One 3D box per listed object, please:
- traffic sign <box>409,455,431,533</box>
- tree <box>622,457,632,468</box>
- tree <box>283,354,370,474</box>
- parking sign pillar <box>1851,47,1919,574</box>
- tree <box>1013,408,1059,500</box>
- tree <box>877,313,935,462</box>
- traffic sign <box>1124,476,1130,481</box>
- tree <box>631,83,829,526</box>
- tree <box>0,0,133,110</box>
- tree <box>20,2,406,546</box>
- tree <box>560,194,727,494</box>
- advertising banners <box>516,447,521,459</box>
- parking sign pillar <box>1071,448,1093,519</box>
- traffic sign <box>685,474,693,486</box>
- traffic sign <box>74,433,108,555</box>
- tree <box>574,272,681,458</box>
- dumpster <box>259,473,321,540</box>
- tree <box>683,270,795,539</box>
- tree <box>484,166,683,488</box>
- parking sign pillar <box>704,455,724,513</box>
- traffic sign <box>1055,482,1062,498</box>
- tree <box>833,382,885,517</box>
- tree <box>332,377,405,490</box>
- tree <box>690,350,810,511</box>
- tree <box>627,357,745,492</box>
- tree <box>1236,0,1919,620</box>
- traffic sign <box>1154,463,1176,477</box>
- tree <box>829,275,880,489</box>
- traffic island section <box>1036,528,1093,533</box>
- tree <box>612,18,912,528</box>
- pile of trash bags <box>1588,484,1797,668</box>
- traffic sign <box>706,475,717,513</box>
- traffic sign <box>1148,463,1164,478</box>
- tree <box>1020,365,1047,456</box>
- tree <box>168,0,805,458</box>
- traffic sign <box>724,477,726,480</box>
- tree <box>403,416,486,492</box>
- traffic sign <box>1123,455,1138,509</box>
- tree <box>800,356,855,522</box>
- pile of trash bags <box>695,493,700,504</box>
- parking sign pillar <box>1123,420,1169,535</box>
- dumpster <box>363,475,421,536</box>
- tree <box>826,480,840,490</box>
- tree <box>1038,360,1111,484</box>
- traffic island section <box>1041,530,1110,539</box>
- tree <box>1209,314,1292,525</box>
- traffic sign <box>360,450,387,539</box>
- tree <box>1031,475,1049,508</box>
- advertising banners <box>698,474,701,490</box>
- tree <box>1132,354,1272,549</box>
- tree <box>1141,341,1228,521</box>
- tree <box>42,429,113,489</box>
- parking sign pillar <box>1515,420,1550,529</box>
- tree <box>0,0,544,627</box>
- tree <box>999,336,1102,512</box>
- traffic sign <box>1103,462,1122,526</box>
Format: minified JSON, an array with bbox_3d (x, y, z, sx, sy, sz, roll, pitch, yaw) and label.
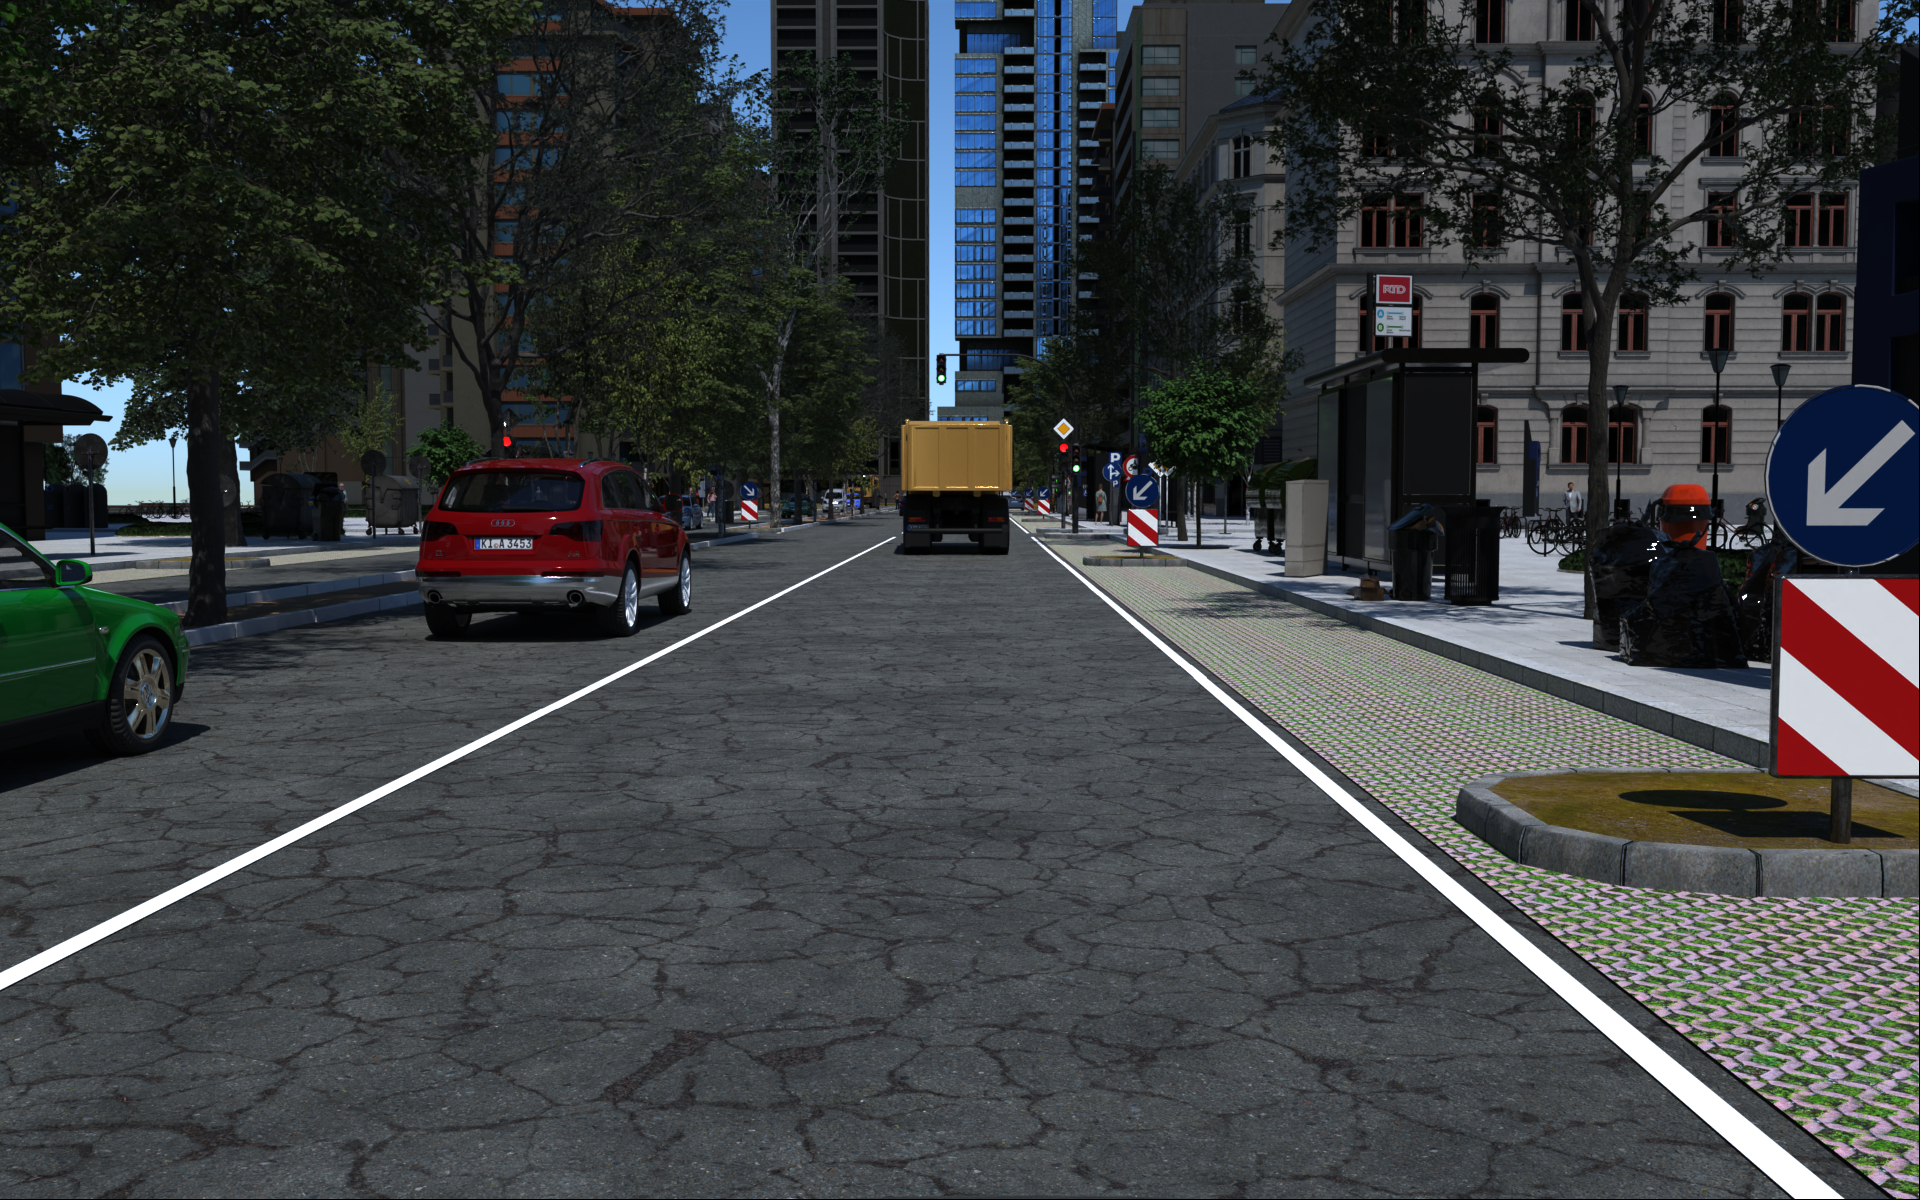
[{"bbox_3d":[-17.737,-3.472,56.868,0.768,2.556,0.104,0,4,8],"label":"traffic sign"},{"bbox_3d":[-17.643,-5.922,91.425,1.663,3.219,1.824,0,3,0],"label":"tree"},{"bbox_3d":[-25.133,-7.145,67.184,4.360,8.622,3.978,0,3,0],"label":"tree"},{"bbox_3d":[5.726,-1.311,9.908,1.447,3.967,1.447,-1,4,-11],"label":"parking sign pillar"},{"bbox_3d":[6.684,-11.316,135.383,4.737,8.622,4.395,0,3,0],"label":"tree"},{"bbox_3d":[-7.124,-11.166,95.390,12.009,13.543,11.850,0,3,0],"label":"tree"},{"bbox_3d":[7.216,-4.384,71.676,0.884,2.594,0.081,0,4,5],"label":"traffic sign"},{"bbox_3d":[-7.940,-7.780,47.782,7.486,12.596,7.792,0,3,0],"label":"tree"},{"bbox_3d":[-8.239,-4.993,9.857,9.928,11.665,9.643,0,3,0],"label":"tree"},{"bbox_3d":[-17.988,-8.296,42.295,9.857,13.997,8.962,0,3,0],"label":"tree"},{"bbox_3d":[-7.554,-5.436,41.697,4.737,8.622,4.395,0,3,0],"label":"tree"},{"bbox_3d":[-17.700,-4.367,67.590,2.074,3.025,0.090,3,5,42],"label":"advertising banners"},{"bbox_3d":[6.496,-6.181,89.530,1.447,3.967,1.447,0,4,-5],"label":"parking sign pillar"},{"bbox_3d":[-17.582,-6.882,112.623,0.768,2.556,0.104,0,4,4],"label":"traffic sign"},{"bbox_3d":[-18.220,-2.214,36.313,0.768,2.556,0.104,0,4,8],"label":"traffic sign"},{"bbox_3d":[-16.507,-9.451,80.274,9.928,11.665,9.643,0,3,0],"label":"tree"},{"bbox_3d":[-19.004,-2.665,49.323,1.264,1.857,1.865,0,4,1],"label":"dumpster"},{"bbox_3d":[-7.465,-6.183,53.908,4.360,8.622,3.978,0,3,0],"label":"tree"},{"bbox_3d":[-8.384,-5.153,37.067,4.360,8.622,3.978,0,3,0],"label":"tree"},{"bbox_3d":[-16.831,-7.970,118.788,1.447,3.967,1.447,0,4,-8],"label":"parking sign pillar"},{"bbox_3d":[7.305,-7.954,130.146,0.768,2.556,0.104,0,4,4],"label":"traffic sign"},{"bbox_3d":[-6.770,-9.637,110.378,4.737,8.622,4.395,0,3,0],"label":"tree"},{"bbox_3d":[-36.844,-9.648,108.114,4.737,8.622,4.395,0,3,0],"label":"tree"},{"bbox_3d":[-16.496,-14.519,144.042,9.857,13.997,8.962,0,3,0],"label":"tree"},{"bbox_3d":[-16.570,-10.557,107.025,7.601,10.594,8.767,2,4,34],"label":"tree"},{"bbox_3d":[6.196,-5.070,17.310,7.601,10.594,8.767,-1,4,-22],"label":"tree"},{"bbox_3d":[6.329,-3.245,52.788,0.795,2.593,0.064,0,4,6],"label":"traffic sign"},{"bbox_3d":[-7.581,-9.748,79.959,7.486,12.596,7.792,0,3,0],"label":"tree"},{"bbox_3d":[3.854,-2.566,64.231,2.009,0.180,2.903,0,4,1],"label":"traffic island section"},{"bbox_3d":[-8.596,-12.921,69.609,12.611,20.169,13.585,0,3,0],"label":"tree"},{"bbox_3d":[6.175,-0.276,14.261,1.912,1.369,3.447,1,4,13],"label":"pile of trash bags"},{"bbox_3d":[-16.450,-7.002,114.584,0.768,2.556,0.104,0,4,7],"label":"traffic sign"},{"bbox_3d":[6.297,-3.336,54.274,0.795,2.593,0.064,0,4,1],"label":"traffic sign"},{"bbox_3d":[5.748,-6.889,47.054,7.601,10.594,8.767,0,4,5],"label":"tree"},{"bbox_3d":[-7.731,-7.083,28.640,12.009,13.543,11.850,0,3,0],"label":"tree"},{"bbox_3d":[-16.954,-7.519,123.038,0.768,2.556,0.104,0,4,5],"label":"traffic sign"},{"bbox_3d":[-21.692,-5.465,73.063,4.285,4.588,4.351,0,3,0],"label":"tree"},{"bbox_3d":[5.668,-3.429,56.177,0.768,2.556,0.104,0,4,6],"label":"traffic sign"},{"bbox_3d":[-7.295,-8.195,86.810,4.360,8.622,3.978,0,3,0],"label":"tree"},{"bbox_3d":[-16.957,-5.815,104.824,3.447,1.369,1.912,3,5,41],"label":"pile of trash bags"},{"bbox_3d":[5.950,-4.087,55.288,1.447,3.967,1.447,0,4,3],"label":"parking sign pillar"},{"bbox_3d":[-17.774,-2.962,54.185,1.264,1.857,1.865,0,4,1],"label":"dumpster"},{"bbox_3d":[-15.941,-13.483,215.049,1.663,3.219,1.824,0,3,0],"label":"tree"},{"bbox_3d":[6.587,-8.880,95.548,4.360,8.622,3.978,0,3,0],"label":"tree"},{"bbox_3d":[3.757,-2.077,56.247,2.009,0.180,2.903,0,4,1],"label":"traffic island section"},{"bbox_3d":[11.739,-7.381,71.040,4.737,8.622,4.395,0,3,0],"label":"tree"},{"bbox_3d":[-16.884,-3.043,49.860,0.768,2.556,0.104,0,4,4],"label":"traffic sign"},{"bbox_3d":[7.617,-10.075,159.329,1.663,3.219,1.824,0,3,0],"label":"tree"},{"bbox_3d":[-17.805,-7.361,116.543,0.090,3.025,2.074,1,4,13],"label":"advertising banners"},{"bbox_3d":[5.712,-3.492,40.810,4.285,4.588,4.351,0,3,0],"label":"tree"},{"bbox_3d":[11.103,-8.094,82.705,4.360,8.622,3.978,0,3,0],"label":"tree"},{"bbox_3d":[-71.072,-10.075,127.627,11.467,7.101,20.602,-1,4,-8],"label":"tree"},{"bbox_3d":[21.015,-4.600,63.681,1.447,3.967,1.447,2,4,26],"label":"parking sign pillar"},{"bbox_3d":[-8.271,-6.010,18.846,7.486,12.596,7.792,0,3,0],"label":"tree"},{"bbox_3d":[6.684,-12.620,124.471,7.486,12.596,7.792,0,3,0],"label":"tree"},{"bbox_3d":[6.067,-4.214,69.012,0.768,2.556,0.104,0,4,5],"label":"traffic sign"}]
